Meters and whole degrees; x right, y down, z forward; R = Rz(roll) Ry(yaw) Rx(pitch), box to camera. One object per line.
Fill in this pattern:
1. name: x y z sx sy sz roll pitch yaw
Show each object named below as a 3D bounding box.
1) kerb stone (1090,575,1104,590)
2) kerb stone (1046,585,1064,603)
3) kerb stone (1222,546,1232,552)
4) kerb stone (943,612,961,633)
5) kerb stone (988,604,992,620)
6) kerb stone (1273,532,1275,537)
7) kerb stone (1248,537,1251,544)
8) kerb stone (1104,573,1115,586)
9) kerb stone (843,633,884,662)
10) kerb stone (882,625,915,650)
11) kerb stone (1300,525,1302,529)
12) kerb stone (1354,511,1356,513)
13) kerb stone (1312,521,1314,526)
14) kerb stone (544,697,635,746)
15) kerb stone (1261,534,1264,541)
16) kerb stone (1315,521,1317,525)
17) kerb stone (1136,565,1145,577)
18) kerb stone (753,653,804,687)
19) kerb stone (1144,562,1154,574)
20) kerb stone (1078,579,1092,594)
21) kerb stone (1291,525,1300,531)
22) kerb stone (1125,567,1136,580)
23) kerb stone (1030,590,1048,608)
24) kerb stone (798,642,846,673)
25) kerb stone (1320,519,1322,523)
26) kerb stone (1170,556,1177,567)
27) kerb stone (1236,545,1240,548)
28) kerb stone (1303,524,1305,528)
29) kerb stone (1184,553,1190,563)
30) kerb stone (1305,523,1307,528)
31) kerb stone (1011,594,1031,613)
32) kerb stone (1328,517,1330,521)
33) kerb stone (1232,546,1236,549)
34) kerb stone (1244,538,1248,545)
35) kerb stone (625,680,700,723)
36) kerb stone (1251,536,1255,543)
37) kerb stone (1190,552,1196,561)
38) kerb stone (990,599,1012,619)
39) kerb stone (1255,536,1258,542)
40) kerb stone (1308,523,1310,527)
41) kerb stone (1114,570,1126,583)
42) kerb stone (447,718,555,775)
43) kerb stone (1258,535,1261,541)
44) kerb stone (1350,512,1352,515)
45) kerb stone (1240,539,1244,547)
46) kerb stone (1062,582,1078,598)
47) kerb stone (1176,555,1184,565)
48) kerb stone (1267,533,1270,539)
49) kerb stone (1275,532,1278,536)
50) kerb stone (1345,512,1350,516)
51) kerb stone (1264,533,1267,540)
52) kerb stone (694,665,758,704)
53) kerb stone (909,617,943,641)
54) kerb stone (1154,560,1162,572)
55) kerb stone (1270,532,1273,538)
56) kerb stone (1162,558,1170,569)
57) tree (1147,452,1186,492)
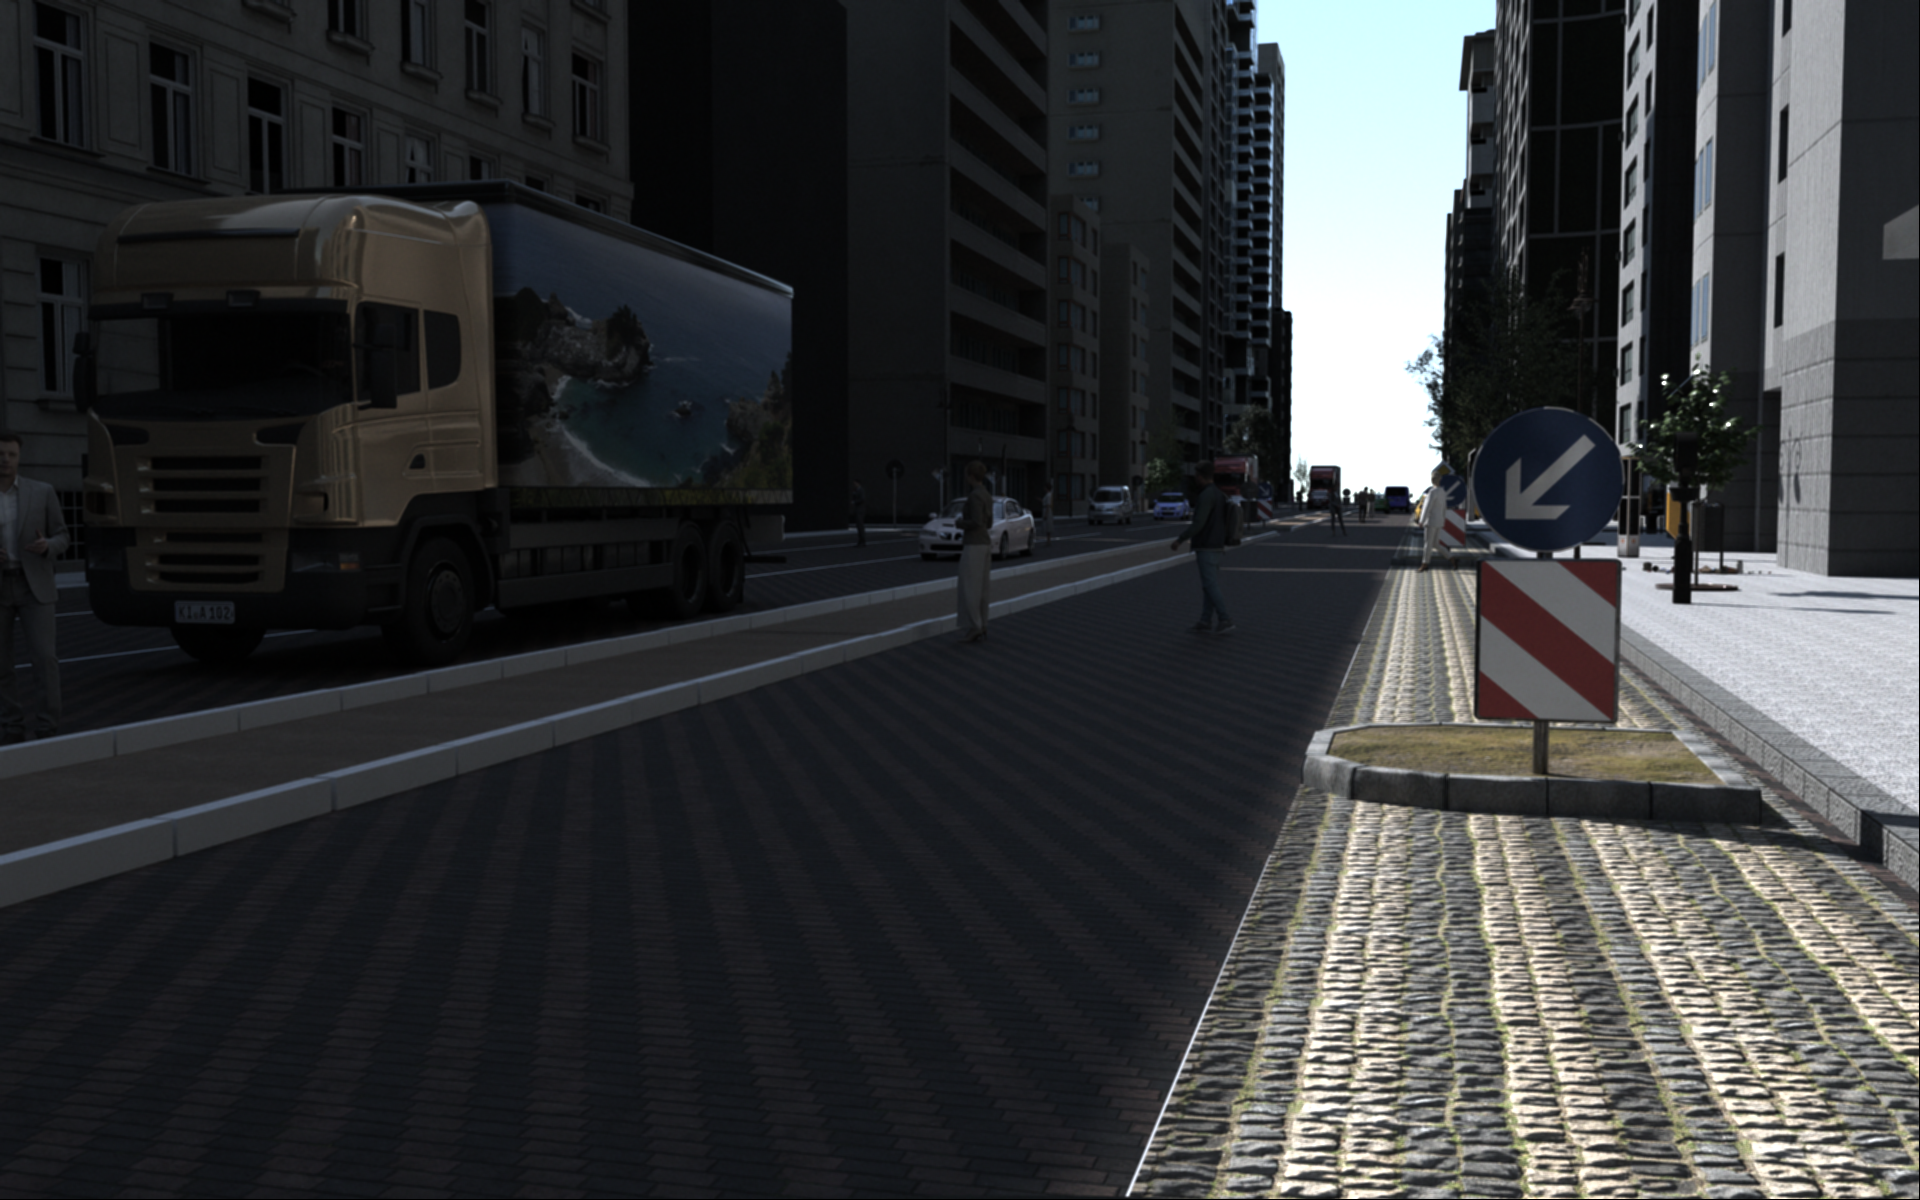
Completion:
1. kerb stone: 1.993 -0.243 26.172 0.120 0.150 1.000 1 4 15
2. kerb stone: 1.196 -0.060 23.208 0.120 0.150 1.000 1 4 15
3. kerb stone: 6.737 -1.334 44.014 0.120 0.150 1.000 1 4 15
4. kerb stone: -0.115 0.251 18.258 0.120 0.150 1.000 1 4 15
5. kerb stone: 0.146 0.180 19.246 0.120 0.150 1.000 1 4 15
6. kerb stone: 10.167 -2.124 56.917 0.120 0.150 1.000 1 4 15
7. kerb stone: 8.057 -1.638 48.975 0.120 0.150 1.000 1 4 15
8. kerb stone: 2.247 -0.303 27.170 0.120 0.150 1.000 1 4 15
9. kerb stone: -0.902 0.423 15.287 0.120 0.150 1.000 1 4 15
10. kerb stone: -0.643 0.374 16.279 0.120 0.150 1.000 1 4 15
11. kerb stone: 13.475 -2.880 69.316 0.120 0.150 1.000 1 4 15
12. kerb stone: 28.247 -6.274 124.783 0.120 0.150 1.000 1 4 15
13. kerb stone: 15.579 -3.366 77.237 0.120 0.150 1.000 1 4 15
14. kerb stone: -2.227 0.727 10.321 0.120 0.150 1.000 1 4 15
15. kerb stone: 9.117 -1.881 52.943 0.120 0.150 1.000 1 4 15
16. kerb stone: 16.103 -3.487 79.222 0.120 0.150 1.000 1 4 15
17. kerb stone: 3.044 -0.486 30.145 0.120 0.150 1.000 1 4 15
18. kerb stone: -1.447 0.550 13.293 0.120 0.150 1.000 1 4 15
19. kerb stone: 3.312 -0.547 31.141 0.120 0.150 1.000 1 4 15
20. kerb stone: 1.727 -0.177 25.183 0.120 0.150 1.000 1 4 15
21. kerb stone: 13.215 -2.821 68.322 0.120 0.150 1.000 1 4 15
22. kerb stone: 2.779 -0.425 29.149 0.120 0.150 1.000 1 4 15
23. kerb stone: 0.933 -0.001 22.214 0.120 0.150 1.000 1 4 15
24. kerb stone: -1.179 0.483 14.297 0.120 0.150 1.000 1 4 15
25. kerb stone: 17.156 -3.730 83.178 0.120 0.150 1.000 1 4 15
26. kerb stone: 4.101 -0.723 34.114 0.120 0.150 1.000 1 4 15
27. kerb stone: 7.265 -1.456 46.005 0.120 0.150 1.000 1 4 15
28. kerb stone: 13.997 -3.003 71.292 0.120 0.150 1.000 1 4 15
29. kerb stone: 4.624 -0.850 36.094 0.120 0.150 1.000 1 4 15
30. kerb stone: 14.270 -3.063 72.277 0.120 0.150 1.000 1 4 15
31. kerb stone: 0.677 0.066 21.224 0.120 0.150 1.000 1 4 15
32. kerb stone: 19.009 -4.154 90.114 0.120 0.150 1.000 1 4 15
33. kerb stone: 6.997 -1.396 45.013 0.120 0.150 1.000 1 4 15
34. kerb stone: 7.791 -1.577 47.981 0.120 0.150 1.000 1 4 15
35. kerb stone: -1.972 0.666 11.311 0.120 0.150 1.000 1 4 15
36. kerb stone: 8.324 -1.694 49.965 0.120 0.150 1.000 1 4 15
37. kerb stone: 4.894 -0.911 37.090 0.120 0.150 1.000 1 4 15
38. kerb stone: 0.405 0.124 20.235 0.120 0.150 1.000 1 4 15
39. kerb stone: 8.590 -1.759 50.967 0.120 0.150 1.000 1 4 15
40. kerb stone: 14.792 -3.184 74.255 0.120 0.150 1.000 1 4 15
41. kerb stone: 2.517 -0.358 28.156 0.120 0.150 1.000 1 4 15
42. kerb stone: -2.490 0.788 9.331 0.120 0.150 1.000 1 4 15
43. kerb stone: 8.856 -1.820 51.955 0.120 0.150 1.000 1 4 15
44. kerb stone: 26.395 -5.851 117.862 0.120 0.150 1.000 1 4 15
45. kerb stone: 7.531 -1.517 46.992 0.120 0.150 1.000 1 4 15
46. kerb stone: 1.452 -0.122 24.198 0.120 0.150 1.000 1 4 15
47. kerb stone: 4.357 -0.789 35.104 0.120 0.150 1.000 1 4 15
48. kerb stone: 9.643 -2.003 54.937 0.120 0.150 1.000 1 4 15
49. kerb stone: 10.431 -2.183 57.905 0.120 0.150 1.000 1 4 15
50. kerb stone: 25.595 -5.670 114.898 0.120 0.150 1.000 1 4 15
51. kerb stone: 9.379 -1.941 53.932 0.120 0.150 1.000 1 4 15
52. kerb stone: -1.694 0.605 12.299 0.120 0.150 1.000 1 4 15
53. kerb stone: -0.381 0.301 17.266 0.120 0.150 1.000 1 4 15
54. kerb stone: 3.568 -0.608 32.131 0.120 0.150 1.000 1 4 15
55. kerb stone: 9.910 -2.063 55.928 0.120 0.150 1.000 1 4 15
56. kerb stone: 3.842 -0.667 33.125 0.120 0.150 1.000 1 4 15
57. tree: 15.998 -9.277 135.390 4.285 4.588 4.351 0 3 0
